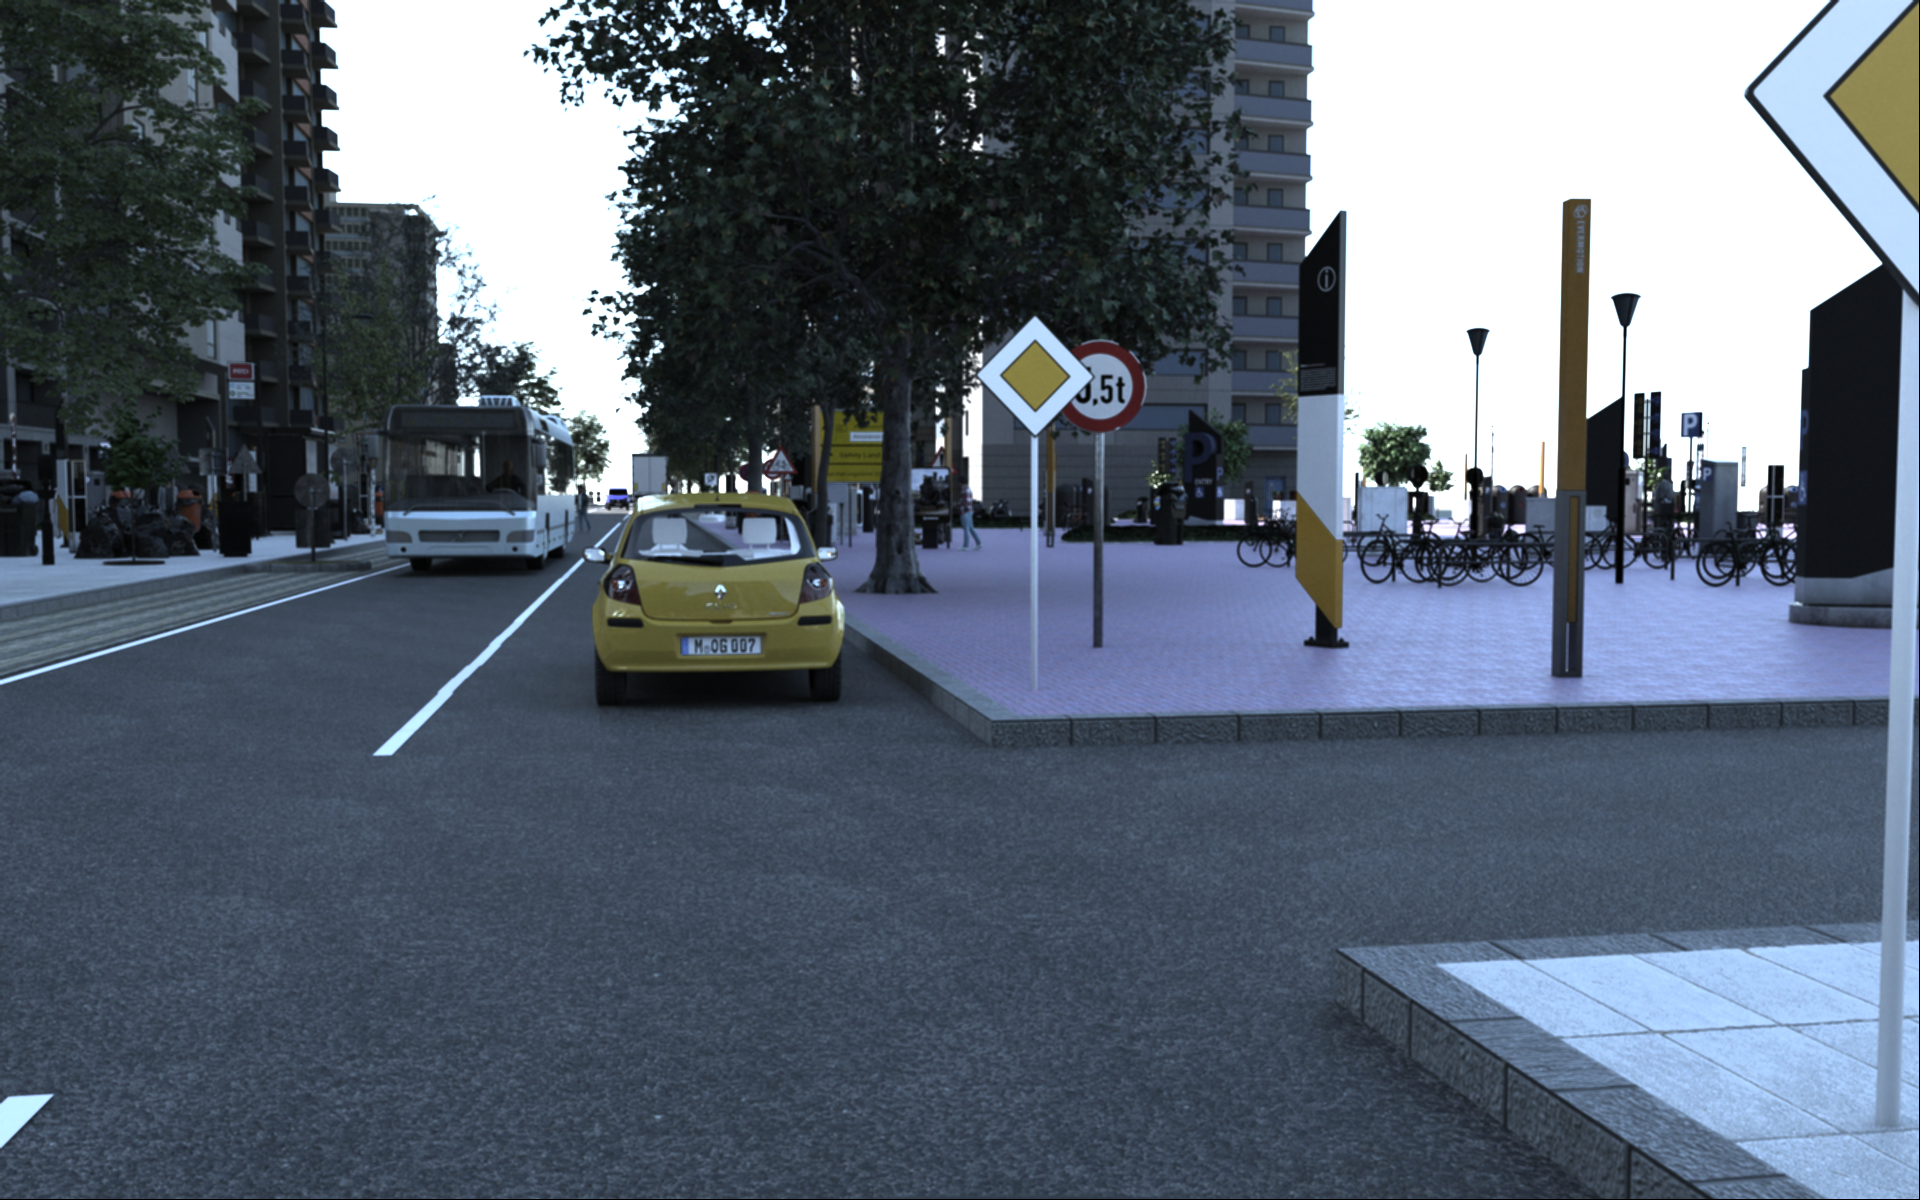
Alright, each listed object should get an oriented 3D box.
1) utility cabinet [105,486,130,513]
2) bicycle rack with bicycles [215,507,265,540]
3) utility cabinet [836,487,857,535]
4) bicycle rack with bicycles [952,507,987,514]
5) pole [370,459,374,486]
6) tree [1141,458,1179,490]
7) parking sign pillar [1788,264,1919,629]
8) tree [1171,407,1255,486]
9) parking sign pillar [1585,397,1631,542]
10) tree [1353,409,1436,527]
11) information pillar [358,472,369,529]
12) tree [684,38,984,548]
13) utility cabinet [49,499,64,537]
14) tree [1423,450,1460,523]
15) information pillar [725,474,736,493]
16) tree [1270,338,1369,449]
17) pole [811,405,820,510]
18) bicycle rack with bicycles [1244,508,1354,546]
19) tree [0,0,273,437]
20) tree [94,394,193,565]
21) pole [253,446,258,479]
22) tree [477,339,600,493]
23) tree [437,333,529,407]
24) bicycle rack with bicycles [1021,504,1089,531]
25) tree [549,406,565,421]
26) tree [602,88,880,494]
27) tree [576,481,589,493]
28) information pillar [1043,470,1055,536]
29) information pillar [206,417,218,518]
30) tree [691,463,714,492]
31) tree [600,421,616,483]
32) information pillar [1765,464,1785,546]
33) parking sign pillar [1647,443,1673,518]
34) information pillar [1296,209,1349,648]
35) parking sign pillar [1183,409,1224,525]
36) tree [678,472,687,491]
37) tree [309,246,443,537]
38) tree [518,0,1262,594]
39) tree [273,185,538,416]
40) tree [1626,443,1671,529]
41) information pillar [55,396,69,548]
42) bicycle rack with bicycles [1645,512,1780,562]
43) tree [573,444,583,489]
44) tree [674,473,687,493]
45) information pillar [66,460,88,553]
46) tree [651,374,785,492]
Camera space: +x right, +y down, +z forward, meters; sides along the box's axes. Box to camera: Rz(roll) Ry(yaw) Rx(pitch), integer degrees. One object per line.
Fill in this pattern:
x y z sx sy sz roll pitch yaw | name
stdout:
-22.174 -2.262 45.656 0.318 1.500 1.173 -3 5 -40 | utility cabinet
-21.017 -2.174 48.926 2.852 0.926 2.925 -1 4 -23 | bicycle rack with bicycles
-3.790 -2.759 53.794 1.173 1.500 0.318 -1 4 -10 | utility cabinet
0.130 -4.380 84.999 2.925 0.926 2.852 2 4 34 | bicycle rack with bicycles
-26.684 -5.188 78.671 0.158 3.312 0.155 0 3 0 | pole
9.448 -5.262 80.643 1.663 3.219 1.824 0 3 0 | tree
9.023 -1.749 17.070 1.447 3.967 1.447 1 4 13 | parking sign pillar
9.508 -5.001 65.486 4.285 4.588 4.351 0 3 0 | tree
17.397 -3.597 47.277 1.447 3.967 1.447 1 4 19 | parking sign pillar
16.756 -5.100 67.098 4.285 4.588 4.351 0 3 0 | tree
-20.274 -3.327 58.882 0.304 2.012 0.304 -2 4 -23 | information pillar
-2.568 -6.110 34.314 7.601 10.594 8.767 2 4 31 | tree
-27.145 -2.498 52.004 0.306 1.237 1.020 -1 4 -15 | utility cabinet
21.015 -4.979 76.004 1.663 3.219 1.824 0 3 0 | tree
-8.445 -3.627 63.789 0.304 2.012 0.304 1 4 21 | information pillar
15.876 -7.715 76.509 4.737 8.622 4.395 0 3 0 | tree
-3.323 -2.819 39.937 0.158 3.312 0.155 0 3 0 | pole
8.333 -1.823 43.189 2.925 0.926 2.852 -2 4 -25 | bicycle rack with bicycles
-12.998 -6.335 21.699 7.486 12.596 7.792 0 3 0 | tree
-15.087 -2.255 31.471 1.663 3.219 1.824 0 3 0 | tree
-30.060 -4.898 73.927 0.158 3.312 0.155 0 3 0 | pole
-32.133 -12.761 126.768 7.486 12.596 7.792 0 3 0 | tree
-27.048 -10.068 99.024 8.767 10.594 7.601 3 4 37 | tree
3.481 -2.859 60.122 2.852 0.926 2.925 2 4 27 | bicycle rack with bicycles
-34.030 -11.663 141.047 4.360 8.622 3.978 0 3 0 | tree
-6.189 -8.951 53.004 9.857 13.997 8.962 0 3 0 | tree
-50.365 -14.421 230.376 1.663 3.219 1.824 0 3 0 | tree
2.745 -2.981 53.232 0.304 2.012 0.304 -1 4 -11 | information pillar
-22.733 -3.747 52.616 0.504 3.616 0.183 3 5 45 | information pillar
-15.149 -6.653 103.381 1.663 3.219 1.824 0 3 0 | tree
-48.222 -18.724 224.267 7.486 12.596 7.792 0 3 0 | tree
20.145 -2.343 42.801 0.304 2.012 0.304 0 4 -2 | information pillar
37.085 -6.292 91.352 1.447 3.967 1.447 0 4 1 | parking sign pillar
3.041 -1.419 14.550 0.183 3.616 0.504 -2 4 -33 | information pillar
7.684 -4.048 54.652 1.447 3.967 1.447 -3 5 -45 | parking sign pillar
-28.994 -14.354 185.046 4.360 8.622 3.978 0 3 0 | tree
-17.712 -6.222 52.089 4.737 8.622 4.395 0 3 0 | tree
-0.750 -6.433 22.191 9.611 12.733 9.660 0 3 0 | tree
-21.883 -9.694 68.874 12.009 13.543 11.850 0 3 0 | tree
25.496 -4.248 64.055 1.663 3.219 1.824 0 3 0 | tree
-21.492 -3.067 41.505 0.504 3.616 0.183 3 4 38 | information pillar
14.322 -1.227 33.438 2.925 0.926 2.852 -3 5 -40 | bicycle rack with bicycles
-41.210 -13.965 178.689 4.737 8.622 4.395 0 3 0 | tree
-31.246 -14.744 191.418 4.737 8.622 4.395 0 3 0 | tree
-19.146 -2.023 37.574 0.304 2.012 0.304 3 5 43 | information pillar
-13.092 -10.874 95.923 7.486 12.596 7.792 0 3 0 | tree
